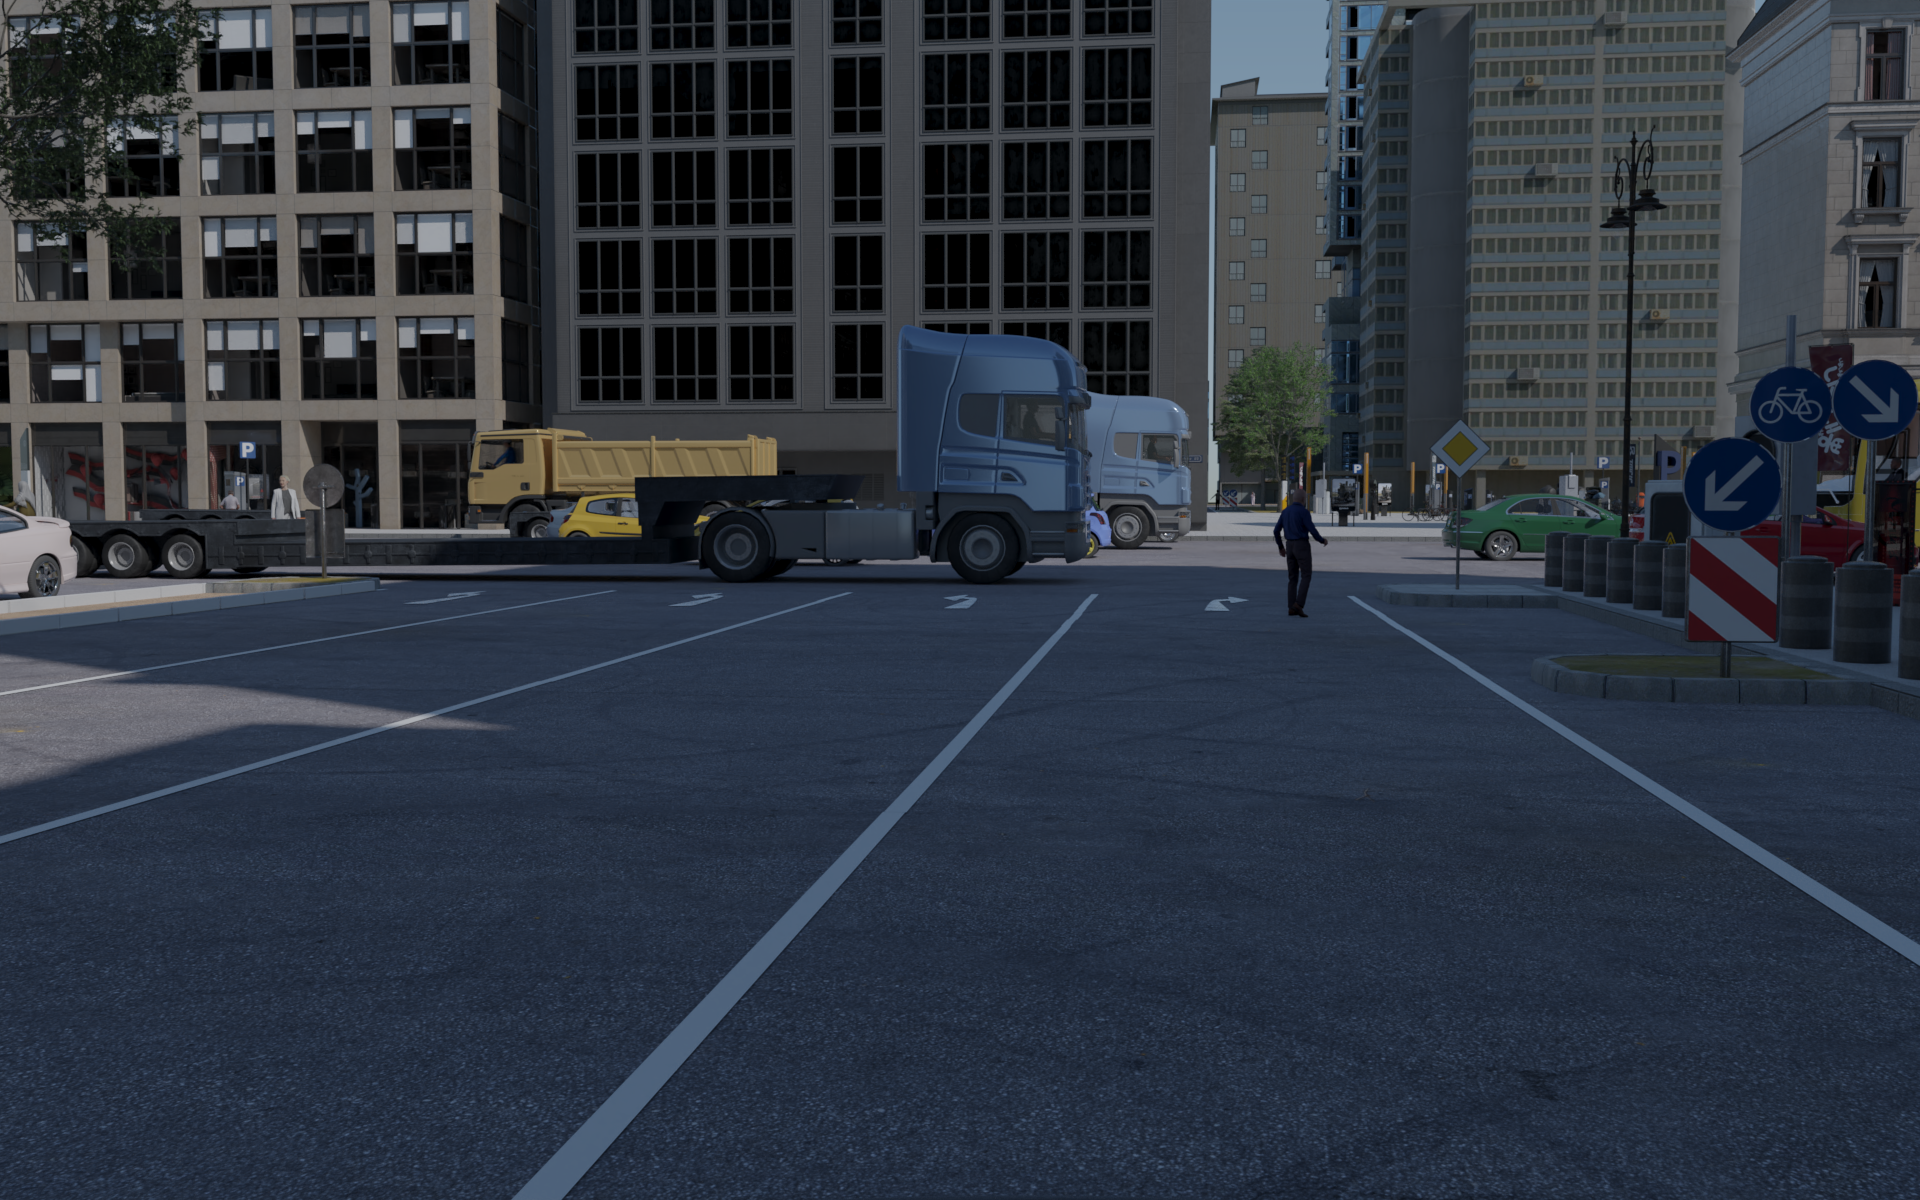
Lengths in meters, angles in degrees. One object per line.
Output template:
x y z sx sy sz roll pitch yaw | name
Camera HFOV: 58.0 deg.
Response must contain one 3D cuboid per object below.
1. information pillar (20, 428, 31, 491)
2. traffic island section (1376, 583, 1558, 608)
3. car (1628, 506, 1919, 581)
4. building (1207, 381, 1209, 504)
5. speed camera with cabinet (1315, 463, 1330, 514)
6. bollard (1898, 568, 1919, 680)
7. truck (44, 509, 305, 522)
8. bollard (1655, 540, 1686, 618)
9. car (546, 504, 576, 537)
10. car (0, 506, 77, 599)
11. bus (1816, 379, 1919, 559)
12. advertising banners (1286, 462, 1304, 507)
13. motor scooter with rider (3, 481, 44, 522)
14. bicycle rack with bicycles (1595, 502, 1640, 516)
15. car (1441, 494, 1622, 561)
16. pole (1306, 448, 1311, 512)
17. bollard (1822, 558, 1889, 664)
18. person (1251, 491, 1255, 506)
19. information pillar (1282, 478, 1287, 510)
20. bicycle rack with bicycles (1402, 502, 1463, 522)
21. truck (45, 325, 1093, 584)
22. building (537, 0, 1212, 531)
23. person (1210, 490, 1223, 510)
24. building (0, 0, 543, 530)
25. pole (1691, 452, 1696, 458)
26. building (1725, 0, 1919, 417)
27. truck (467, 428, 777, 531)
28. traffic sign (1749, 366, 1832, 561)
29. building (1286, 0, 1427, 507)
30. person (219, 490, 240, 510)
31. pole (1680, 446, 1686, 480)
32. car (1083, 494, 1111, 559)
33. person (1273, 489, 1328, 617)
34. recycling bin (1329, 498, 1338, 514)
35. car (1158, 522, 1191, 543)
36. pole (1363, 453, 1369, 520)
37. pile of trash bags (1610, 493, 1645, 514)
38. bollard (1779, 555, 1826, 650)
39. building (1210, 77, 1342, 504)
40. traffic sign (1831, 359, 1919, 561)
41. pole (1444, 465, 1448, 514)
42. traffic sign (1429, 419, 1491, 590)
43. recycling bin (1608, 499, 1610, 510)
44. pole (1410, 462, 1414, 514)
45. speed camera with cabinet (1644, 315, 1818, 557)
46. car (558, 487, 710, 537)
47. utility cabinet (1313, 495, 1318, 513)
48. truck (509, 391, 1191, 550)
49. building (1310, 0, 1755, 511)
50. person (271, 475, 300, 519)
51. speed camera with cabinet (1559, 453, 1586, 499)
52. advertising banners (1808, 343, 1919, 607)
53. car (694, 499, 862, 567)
-33.034 -4.275 61.246 0.504 3.616 0.183 2 4 35 | information pillar
6.711 -0.063 23.303 2.009 0.180 2.903 0 4 7 | traffic island section
13.041 -1.157 27.960 4.494 1.783 2.155 0 4 6 | car
17.103 -55.902 226.661 31.000 86.520 22.319 0 4 7 | building
23.057 -7.083 110.139 0.660 3.252 2.038 1 4 22 | speed camera with cabinet
6.752 0.164 12.033 0.404 0.777 0.398 0 3 0 | bollard
-28.577 -3.740 50.913 18.799 4.110 2.967 0 4 6 | truck
7.534 -0.203 18.044 0.404 0.777 0.398 0 3 0 | bollard
-8.261 -1.974 44.275 4.499 1.417 2.014 0 4 7 | car
-13.102 -0.566 21.615 2.083 1.381 4.827 0 4 6 | car
24.259 -2.744 36.409 12.252 3.916 2.896 0 4 6 | bus
18.364 -6.040 94.947 0.090 3.025 2.074 3 4 37 | advertising banners
-21.907 -1.910 40.193 1.986 1.779 0.876 1 4 9 | motor scooter with rider
27.095 -3.638 72.868 2.852 0.926 2.925 -1 4 -16 | bicycle rack with bicycles
13.018 -1.581 37.640 4.920 1.459 2.131 0 4 7 | car
15.276 -5.019 75.906 0.158 3.312 0.155 0 3 0 | pole
6.907 0.090 13.244 0.404 0.777 0.398 0 3 0 | bollard
35.130 -12.153 207.861 0.551 1.740 0.621 1 4 11 | person
20.561 -7.236 109.669 0.504 3.616 0.183 -3 5 -40 | information pillar
22.234 -4.151 81.248 2.925 0.926 2.852 1 4 16 | bicycle rack with bicycles
-6.503 -2.417 29.271 18.799 4.110 2.967 0 4 7 | truck
-2.563 -16.653 65.783 24.014 27.812 14.314 0 4 7 | building
22.666 -8.812 152.593 1.348 1.823 0.705 -2 4 -25 | person
-32.212 -16.418 72.957 34.151 26.468 19.350 0 4 7 | building
35.702 -5.537 84.366 0.158 3.312 0.155 0 3 0 | pole
29.682 -12.777 59.807 40.483 20.767 10.553 0 4 7 | building
-10.527 -3.422 51.866 9.791 3.379 3.469 0 4 7 | truck
8.302 -1.057 17.389 0.768 2.556 0.104 1 4 15 | traffic sign
42.275 -51.687 157.746 22.319 86.520 31.000 0 4 7 | building
-23.248 -2.717 55.140 0.614 1.554 0.590 0 4 0 | person
30.929 -4.909 74.107 0.158 3.312 0.155 0 3 0 | pole
1.586 -1.819 39.324 3.694 1.707 1.945 0 4 7 | car
4.052 -0.560 20.346 0.600 1.496 0.574 -1 4 -17 | person
24.081 -6.095 112.211 0.722 1.027 0.722 3 5 40 | recycling bin
4.954 -2.407 51.934 3.894 1.354 1.945 1 4 9 | car
20.082 -5.617 85.678 0.158 3.312 0.155 0 3 0 | pole
42.178 -6.056 108.765 1.912 1.369 3.447 0 4 -1 | pile of trash bags
7.064 0.016 14.455 0.404 0.777 0.398 0 3 0 | bollard
46.463 -38.985 226.637 27.495 52.752 28.713 0 4 7 | building
8.676 -1.003 16.507 0.768 2.556 0.104 1 4 10 | traffic sign
30.642 -7.059 109.253 0.158 3.312 0.155 0 3 0 | pole
6.687 -1.198 23.229 0.795 2.450 0.064 0 4 7 | traffic sign
32.095 -4.533 86.673 0.722 1.027 0.722 1 4 15 | recycling bin
28.921 -7.149 110.735 0.158 3.312 0.155 0 3 0 | pole
8.780 -1.559 19.822 0.660 3.252 2.038 -1 4 -21 | speed camera with cabinet
-7.133 -1.801 39.667 3.980 1.641 2.015 0 4 6 | car
23.968 -6.357 115.101 1.020 1.237 0.306 -2 4 -28 | utility cabinet
-2.592 -3.458 46.291 18.799 4.110 2.967 0 4 7 | truck
43.414 -26.838 130.689 32.217 40.220 23.993 0 4 7 | building
-14.760 -1.798 37.782 0.818 1.842 0.514 2 4 30 | person
29.790 -5.425 83.041 2.038 3.252 0.660 -1 4 -13 | speed camera with cabinet
10.657 -1.438 19.705 0.090 3.025 2.074 -3 5 -39 | advertising banners
-3.713 -1.526 35.177 3.980 1.641 2.015 1 4 9 | car
